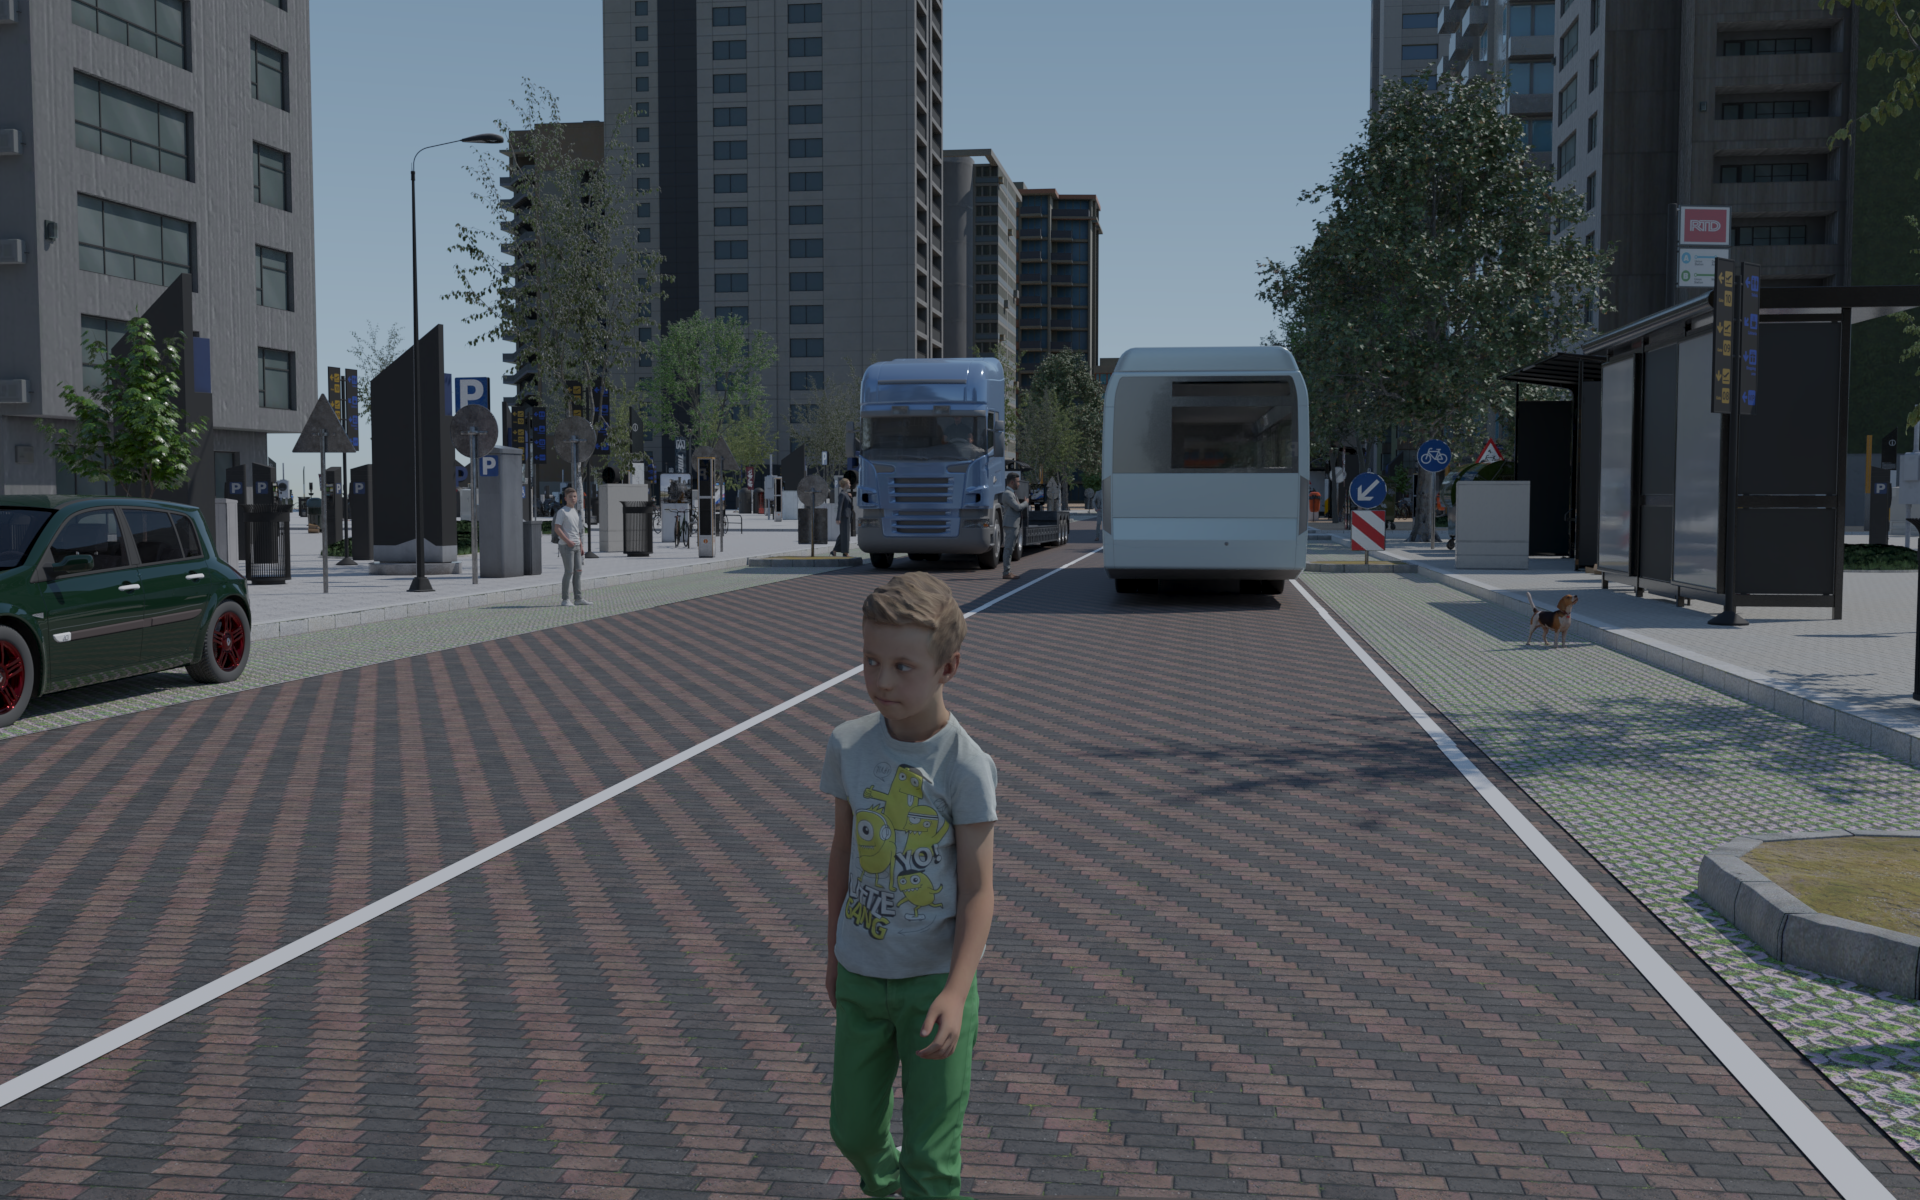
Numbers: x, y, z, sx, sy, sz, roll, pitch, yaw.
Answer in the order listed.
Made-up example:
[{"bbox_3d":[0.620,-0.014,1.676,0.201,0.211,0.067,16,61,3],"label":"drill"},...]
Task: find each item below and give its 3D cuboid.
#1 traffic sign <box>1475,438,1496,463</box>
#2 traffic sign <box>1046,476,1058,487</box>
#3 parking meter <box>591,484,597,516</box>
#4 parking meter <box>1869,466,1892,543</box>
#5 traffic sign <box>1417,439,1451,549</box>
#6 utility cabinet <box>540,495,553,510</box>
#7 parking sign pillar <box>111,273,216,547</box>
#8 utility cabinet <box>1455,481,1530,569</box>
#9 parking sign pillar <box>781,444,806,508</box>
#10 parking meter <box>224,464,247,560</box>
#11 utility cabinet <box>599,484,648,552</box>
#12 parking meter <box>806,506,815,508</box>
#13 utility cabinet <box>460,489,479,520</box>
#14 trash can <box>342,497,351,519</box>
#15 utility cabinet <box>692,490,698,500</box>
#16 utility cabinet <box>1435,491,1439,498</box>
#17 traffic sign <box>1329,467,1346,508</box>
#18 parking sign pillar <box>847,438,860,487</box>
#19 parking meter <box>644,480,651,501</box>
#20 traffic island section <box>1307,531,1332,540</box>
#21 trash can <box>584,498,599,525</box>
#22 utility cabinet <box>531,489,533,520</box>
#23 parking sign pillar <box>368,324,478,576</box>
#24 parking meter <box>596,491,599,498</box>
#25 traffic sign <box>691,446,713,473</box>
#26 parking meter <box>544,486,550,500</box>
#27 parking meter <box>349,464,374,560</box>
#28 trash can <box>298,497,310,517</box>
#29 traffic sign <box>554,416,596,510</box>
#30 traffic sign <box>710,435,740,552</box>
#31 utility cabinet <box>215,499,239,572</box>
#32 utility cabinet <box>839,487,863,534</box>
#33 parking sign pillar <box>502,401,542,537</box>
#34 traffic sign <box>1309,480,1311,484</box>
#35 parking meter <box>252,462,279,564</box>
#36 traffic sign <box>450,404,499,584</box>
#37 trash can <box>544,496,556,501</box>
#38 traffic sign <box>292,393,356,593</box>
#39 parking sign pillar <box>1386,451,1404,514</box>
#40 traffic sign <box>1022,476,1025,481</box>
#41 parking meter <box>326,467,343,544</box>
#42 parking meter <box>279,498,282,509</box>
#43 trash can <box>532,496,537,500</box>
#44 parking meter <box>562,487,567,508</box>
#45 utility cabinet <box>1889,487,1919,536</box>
[{"bbox_3d":[12.281,-2.456,40.154,0.884,2.594,0.081,1,4,14],"label":"traffic sign"},{"bbox_3d":[6.674,-7.680,125.577,0.884,2.594,0.081,1,4,18],"label":"traffic sign"},{"bbox_3d":[-21.489,-5.872,101.715,0.255,1.863,0.399,-1,4,-17],"label":"parking meter"},{"bbox_3d":[19.060,-1.844,35.856,0.399,1.863,0.255,2,4,28],"label":"parking meter"},{"bbox_3d":[11.031,-2.461,40.346,0.768,2.556,0.104,1,4,16],"label":"traffic sign"},{"bbox_3d":[-30.565,-7.155,128.152,0.306,1.237,1.020,2,4,30],"label":"utility cabinet"},{"bbox_3d":[-9.953,-2.028,21.637,1.447,3.967,1.447,2,4,26],"label":"parking sign pillar"},{"bbox_3d":[9.059,-1.273,29.489,1.173,1.500,0.318,1,4,11],"label":"utility cabinet"},{"bbox_3d":[-8.898,-6.378,92.757,1.447,3.967,1.447,1,4,13],"label":"parking sign pillar"},{"bbox_3d":[-14.002,-1.699,33.493,0.399,1.863,0.255,-1,4,-21],"label":"parking meter"},{"bbox_3d":[-7.455,-1.816,38.367,0.318,1.500,1.173,3,4,38],"label":"utility cabinet"},{"bbox_3d":[-7.060,-4.653,81.792,0.399,1.863,0.255,3,5,42],"label":"parking meter"},{"bbox_3d":[-22.239,-4.273,78.548,1.173,1.500,0.318,3,5,44],"label":"utility cabinet"},{"bbox_3d":[-30.941,-4.643,87.573,0.748,1.137,0.748,0,3,0],"label":"trash can"},{"bbox_3d":[-14.089,-5.113,92.283,1.173,1.500,0.318,1,4,11],"label":"utility cabinet"},{"bbox_3d":[31.653,-6.548,115.741,0.318,1.500,1.173,0,4,-2],"label":"utility cabinet"},{"bbox_3d":[17.605,-4.933,80.760,0.768,2.556,0.104,1,4,13],"label":"traffic sign"},{"bbox_3d":[-4.490,-5.465,77.831,1.447,3.967,1.447,3,5,43],"label":"parking sign pillar"},{"bbox_3d":[-12.419,-3.836,68.434,0.399,1.863,0.255,-3,5,-43],"label":"parking meter"},{"bbox_3d":[10.687,-2.000,54.979,2.009,0.180,2.903,1,4,8],"label":"traffic island section"},{"bbox_3d":[-15.300,-3.691,72.005,0.748,1.137,0.748,0,3,0],"label":"trash can"},{"bbox_3d":[-19.331,-4.108,75.840,1.173,1.500,0.318,0,4,-7],"label":"utility cabinet"},{"bbox_3d":[-8.791,-2.409,27.854,1.447,3.967,1.447,1,4,18],"label":"parking sign pillar"},{"bbox_3d":[-25.629,-6.969,122.346,0.372,1.533,0.369,0,3,0],"label":"parking meter"},{"bbox_3d":[-6.760,-2.802,45.915,0.768,2.556,0.104,1,4,8],"label":"traffic sign"},{"bbox_3d":[-28.354,-6.922,118.891,0.255,1.863,0.399,-2,4,-34],"label":"parking meter"},{"bbox_3d":[-11.588,-1.702,33.534,0.399,1.863,0.255,0,4,3],"label":"parking meter"},{"bbox_3d":[-36.268,-5.146,95.793,0.748,1.137,0.748,0,3,0],"label":"trash can"},{"bbox_3d":[-6.304,-1.725,28.314,0.768,2.556,0.104,1,4,16],"label":"traffic sign"},{"bbox_3d":[-5.279,-2.342,38.290,0.884,2.594,0.081,1,4,16],"label":"traffic sign"},{"bbox_3d":[-10.493,-0.778,23.878,1.020,1.237,0.306,0,4,8],"label":"utility cabinet"},{"bbox_3d":[-3.266,-2.799,54.438,1.173,1.500,0.318,3,5,41],"label":"utility cabinet"},{"bbox_3d":[-13.099,-3.831,51.108,1.447,3.967,1.447,0,4,2],"label":"parking sign pillar"},{"bbox_3d":[18.750,-5.788,94.645,0.884,2.594,0.081,1,4,10],"label":"traffic sign"},{"bbox_3d":[-12.804,-1.605,31.953,0.399,1.863,0.255,0,4,1],"label":"parking meter"},{"bbox_3d":[-6.901,-1.496,24.574,0.768,2.556,0.104,1,4,15],"label":"traffic sign"},{"bbox_3d":[-26.555,-6.153,112.257,0.748,1.137,0.748,0,3,0],"label":"trash can"},{"bbox_3d":[-8.222,-1.369,22.382,0.884,2.594,0.081,1,4,9],"label":"traffic sign"},{"bbox_3d":[26.910,-7.277,107.452,1.447,3.967,1.447,-3,4,-37],"label":"parking sign pillar"},{"bbox_3d":[3.780,-6.630,108.411,0.884,2.594,0.081,1,4,17],"label":"traffic sign"},{"bbox_3d":[-13.227,-1.886,36.541,0.255,1.863,0.399,0,4,7],"label":"parking meter"},{"bbox_3d":[-47.929,-6.947,121.999,0.372,1.533,0.369,0,3,0],"label":"parking meter"},{"bbox_3d":[-27.609,-6.116,111.643,0.748,1.137,0.748,0,3,0],"label":"trash can"},{"bbox_3d":[-31.391,-8.062,137.519,0.399,1.863,0.255,-3,5,-41],"label":"parking meter"},{"bbox_3d":[28.702,-2.669,52.318,0.318,1.500,1.173,-1,4,-21],"label":"utility cabinet"}]
